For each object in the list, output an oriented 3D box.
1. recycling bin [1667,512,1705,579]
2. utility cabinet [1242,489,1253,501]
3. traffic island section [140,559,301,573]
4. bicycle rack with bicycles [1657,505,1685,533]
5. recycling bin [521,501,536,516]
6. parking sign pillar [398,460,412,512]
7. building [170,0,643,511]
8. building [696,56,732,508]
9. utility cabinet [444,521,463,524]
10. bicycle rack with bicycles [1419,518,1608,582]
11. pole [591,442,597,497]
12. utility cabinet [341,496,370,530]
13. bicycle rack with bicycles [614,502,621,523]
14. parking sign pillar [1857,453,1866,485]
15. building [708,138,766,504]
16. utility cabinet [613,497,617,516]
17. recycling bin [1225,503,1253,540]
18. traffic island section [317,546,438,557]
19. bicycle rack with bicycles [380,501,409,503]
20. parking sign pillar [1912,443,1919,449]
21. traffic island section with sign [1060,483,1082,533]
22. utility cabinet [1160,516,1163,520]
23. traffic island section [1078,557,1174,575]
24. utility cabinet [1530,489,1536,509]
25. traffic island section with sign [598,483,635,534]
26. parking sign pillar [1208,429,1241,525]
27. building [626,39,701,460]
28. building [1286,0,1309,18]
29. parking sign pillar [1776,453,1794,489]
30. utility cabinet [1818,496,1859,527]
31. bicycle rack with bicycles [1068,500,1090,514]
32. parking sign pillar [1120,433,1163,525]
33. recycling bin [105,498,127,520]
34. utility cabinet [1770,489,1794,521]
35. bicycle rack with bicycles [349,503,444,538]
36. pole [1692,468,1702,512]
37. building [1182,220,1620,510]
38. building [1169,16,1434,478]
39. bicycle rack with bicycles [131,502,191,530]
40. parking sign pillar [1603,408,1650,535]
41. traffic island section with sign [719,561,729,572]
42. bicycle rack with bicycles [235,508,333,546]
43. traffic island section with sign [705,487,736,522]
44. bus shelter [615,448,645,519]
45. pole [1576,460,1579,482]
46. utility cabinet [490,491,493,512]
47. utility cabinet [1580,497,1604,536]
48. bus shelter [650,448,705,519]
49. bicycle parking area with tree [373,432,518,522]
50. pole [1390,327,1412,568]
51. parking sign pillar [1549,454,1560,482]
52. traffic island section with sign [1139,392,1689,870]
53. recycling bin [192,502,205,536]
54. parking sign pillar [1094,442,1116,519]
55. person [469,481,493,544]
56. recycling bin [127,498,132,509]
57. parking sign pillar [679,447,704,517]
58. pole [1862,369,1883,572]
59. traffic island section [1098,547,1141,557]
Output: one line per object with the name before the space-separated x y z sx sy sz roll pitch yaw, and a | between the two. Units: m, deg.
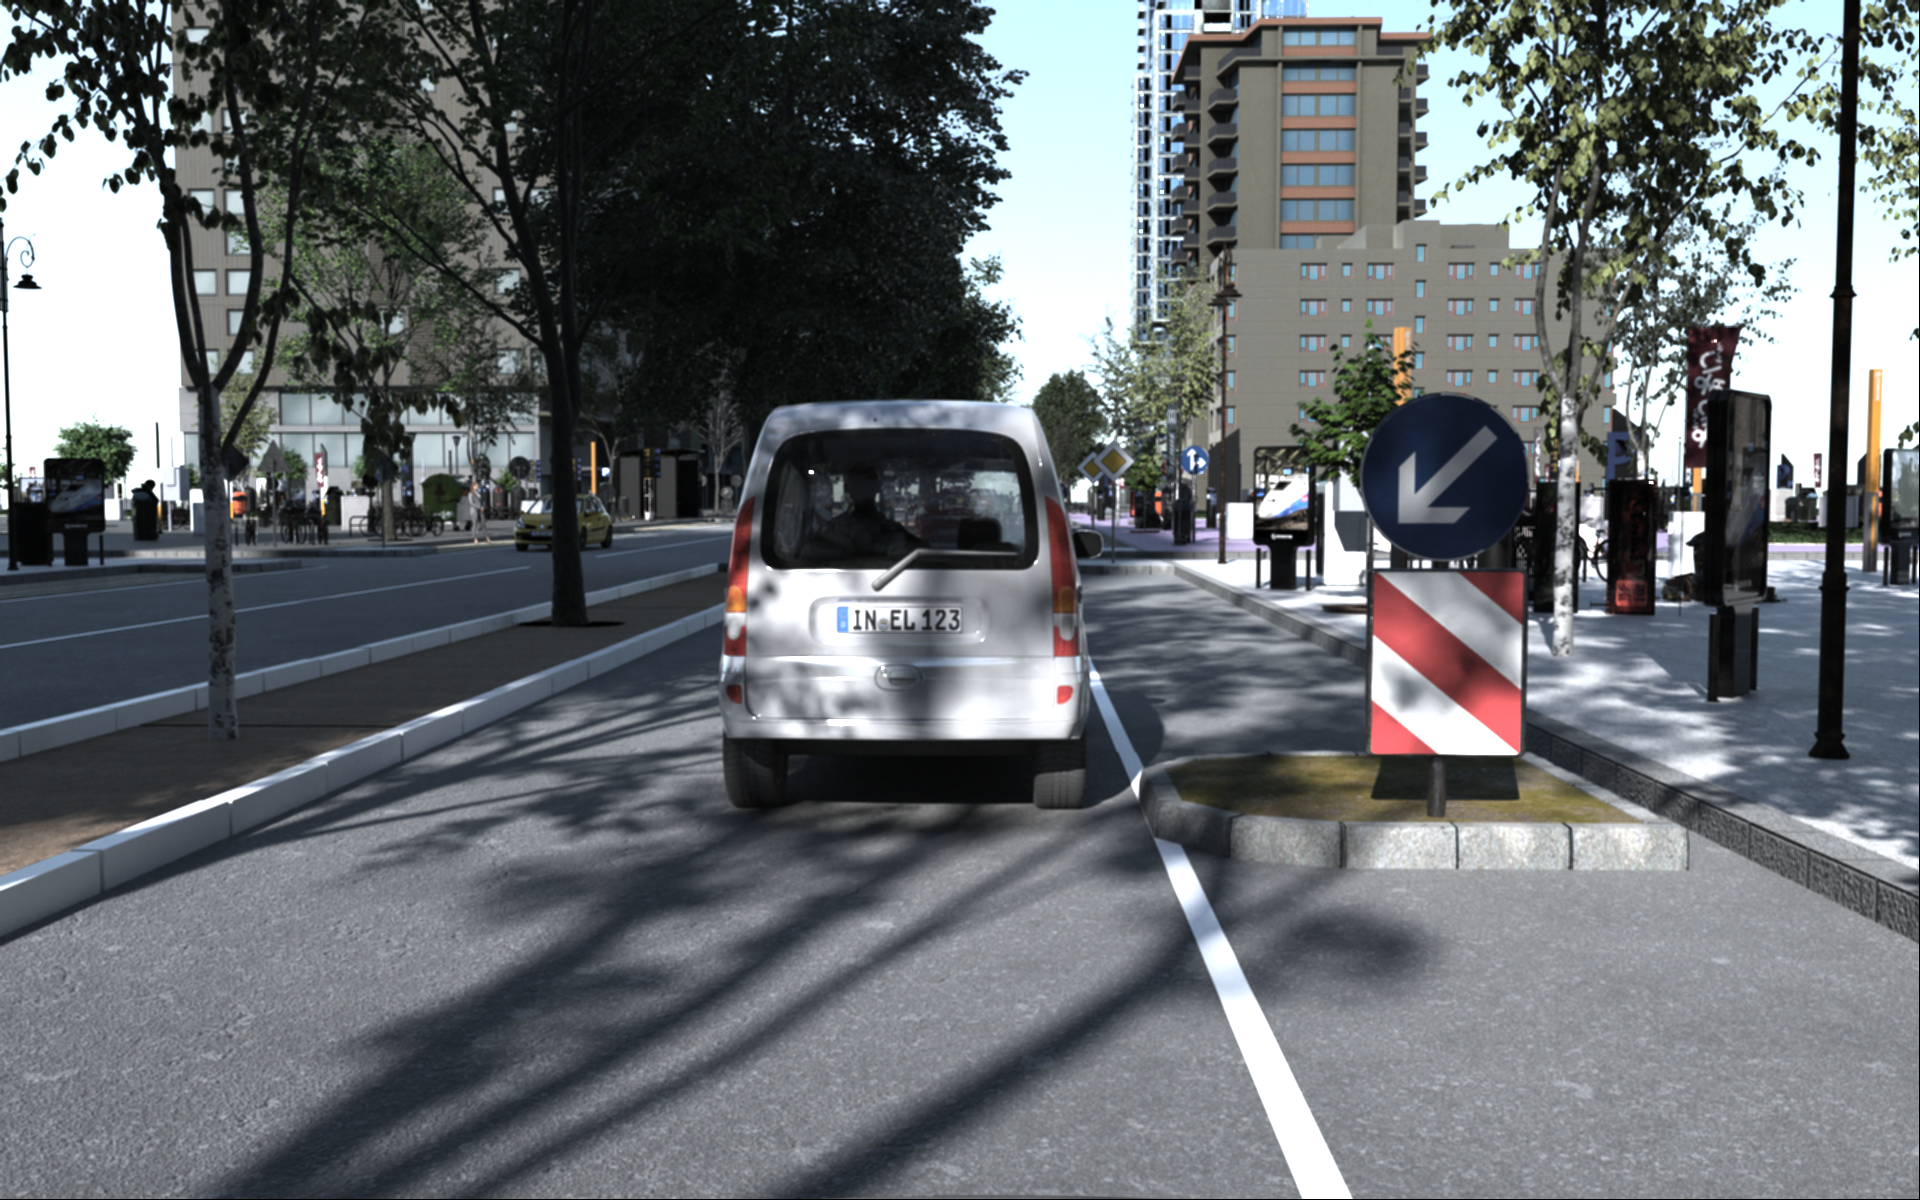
recycling bin | 10.394 -0.725 24.409 0.722 1.027 0.722 1 4 17
utility cabinet | 12.625 -4.087 75.505 0.318 1.500 1.173 2 4 31
traffic island section | -13.813 -0.640 32.747 2.009 0.180 2.903 0 4 2
bicycle rack with bicycles | 23.391 -2.764 58.577 2.925 0.926 2.852 0 4 -8
recycling bin | -15.892 -3.159 64.199 0.722 1.027 0.722 -2 4 -32
parking sign pillar | -36.382 -7.671 113.890 1.447 3.967 1.447 -2 4 -30
building | -39.460 -33.053 129.662 28.713 52.752 27.495 0 4 2
building | -33.273 -44.637 168.069 20.563 71.187 20.611 0 4 2
utility cabinet | -22.039 -3.912 75.128 1.020 1.237 0.306 2 4 27
bicycle rack with bicycles | 8.228 -0.784 26.193 2.852 0.926 2.925 0 4 -8
pole | -14.312 -4.522 67.779 0.158 3.312 0.155 0 3 0
utility cabinet | -21.490 -3.092 61.716 1.020 1.237 0.306 -2 4 -34
bicycle rack with bicycles | -16.382 -3.923 77.528 2.852 0.926 2.925 0 4 -1
parking sign pillar | 51.014 -6.660 97.368 1.447 3.967 1.447 0 4 -6
building | -33.093 -37.076 225.797 23.786 49.044 30.456 0 4 2
utility cabinet | -19.688 -5.522 98.961 0.318 1.500 1.173 2 4 31
recycling bin | 7.875 -2.214 48.753 0.722 1.027 0.722 0 4 1
traffic island section | -13.575 -1.128 40.728 2.009 0.180 2.903 0 4 2
bicycle rack with bicycles | -21.509 -3.295 67.253 2.852 0.926 2.925 -1 4 -13
parking sign pillar | 40.274 -5.142 72.548 1.447 3.967 1.447 -1 4 -8
traffic island section with sign | 3.437 -3.298 62.553 1.989 1.847 2.006 0 4 2
utility cabinet | 9.562 -4.357 82.393 0.306 1.237 1.020 0 4 -2
traffic island section | 2.871 -0.610 32.248 2.009 0.180 2.903 0 4 2
utility cabinet | 24.007 -3.882 72.145 1.173 1.500 0.318 -3 5 -41
traffic island section with sign | -12.918 -3.325 62.999 1.989 1.847 2.006 0 4 2
parking sign pillar | 10.950 -5.091 71.716 1.447 3.967 1.447 2 4 25
building | -30.898 -28.582 150.914 14.154 41.232 14.086 0 4 2
building | 33.292 -55.779 224.658 22.319 86.520 31.000 0 4 2
parking sign pillar | 54.138 -7.657 113.660 1.447 3.967 1.447 0 4 -4
utility cabinet | 25.614 -2.406 50.502 0.306 1.237 1.020 -3 5 -41
bicycle rack with bicycles | 8.290 -6.027 111.925 2.852 0.926 2.925 3 4 38
parking sign pillar | 7.806 -5.161 72.853 1.447 3.967 1.447 2 4 28
recycling bin | -41.231 -4.396 84.430 0.722 1.027 0.722 -1 4 -9
utility cabinet | 34.817 -3.956 73.357 1.173 1.500 0.318 -2 4 -30
bicycle rack with bicycles | -16.875 -2.372 52.156 2.852 0.926 2.925 3 5 42
pole | 17.990 -2.960 42.245 0.158 3.312 0.155 0 3 0
building | 32.847 -17.828 136.534 27.650 21.520 28.899 0 4 2
building | 31.537 -31.198 164.705 22.147 44.769 28.867 0 4 2
bicycle rack with bicycles | -28.247 -3.012 62.622 2.925 0.926 2.852 -3 5 -42
parking sign pillar | 20.779 -4.006 53.968 1.447 3.967 1.447 -2 4 -31
traffic island section with sign | -3.426 -1.501 32.673 2.006 1.907 1.989 0 4 2
bicycle rack with bicycles | -17.252 -1.868 43.918 2.852 0.926 2.925 -1 4 -22
traffic island section with sign | -12.119 -4.973 89.942 1.989 1.847 2.006 0 4 2
bus shelter | -16.651 -6.112 91.214 1.731 3.624 6.357 0 4 2
pole | 37.236 -6.774 104.604 0.158 3.312 0.155 0 3 0
utility cabinet | -30.550 -6.346 112.440 0.318 1.500 1.173 2 4 34
utility cabinet | 15.148 -1.902 42.258 1.020 1.237 0.306 2 4 35
bus shelter | -14.839 -6.121 91.361 1.731 3.624 6.357 0 4 2
bicycle parking area with tree | -25.020 -5.876 83.070 9.016 4.147 8.231 1 4 20
pole | 5.422 -1.680 21.308 0.158 3.312 0.155 0 3 0
parking sign pillar | 38.261 -7.506 111.198 1.447 3.967 1.447 -2 4 -23
traffic island section with sign | 1.814 0.065 7.563 1.989 1.847 2.006 0 4 2
recycling bin | -23.301 -2.521 53.781 0.722 1.027 0.722 2 4 27
parking sign pillar | 7.721 -6.247 90.606 1.447 3.967 1.447 3 5 40
person | -13.618 -2.472 49.192 0.573 1.790 0.520 1 4 10
recycling bin | -47.994 -5.327 99.658 0.722 1.027 0.722 2 4 30
parking sign pillar | -15.125 -6.649 97.190 1.447 3.967 1.447 0 4 -6
pole | 14.918 -2.108 28.309 0.158 3.312 0.155 0 3 0
traffic island section | 3.109 -1.098 40.230 2.009 0.180 2.903 0 4 2
